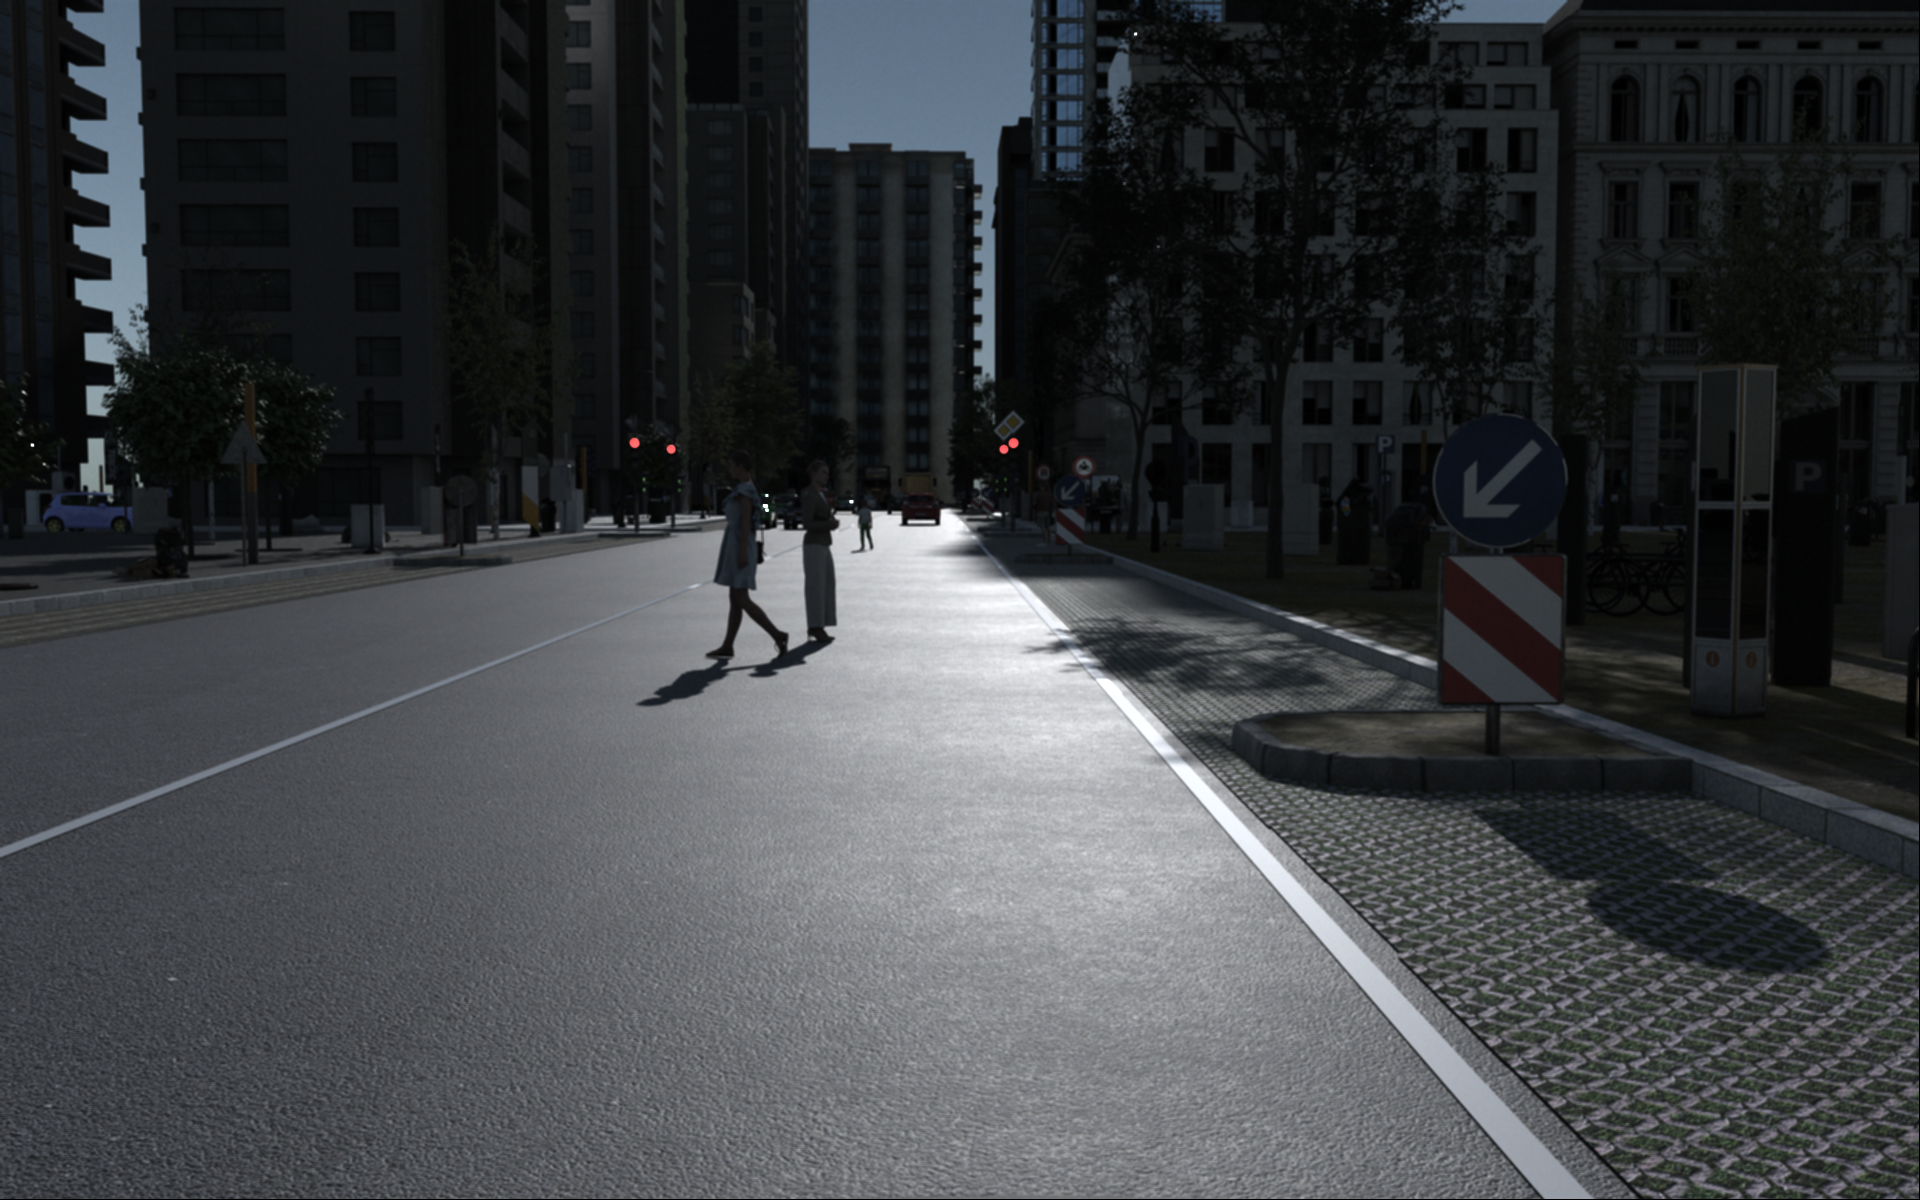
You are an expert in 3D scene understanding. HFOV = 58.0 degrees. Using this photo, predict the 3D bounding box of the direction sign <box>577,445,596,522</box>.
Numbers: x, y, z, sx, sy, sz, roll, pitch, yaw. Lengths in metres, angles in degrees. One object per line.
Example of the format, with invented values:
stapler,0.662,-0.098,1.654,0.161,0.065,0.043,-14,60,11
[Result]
direction sign,-17.241,-5.355,79.547,0.379,3.537,0.876,2,4,32

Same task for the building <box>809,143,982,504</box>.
building,-12.297,-37.896,239.200,30.456,49.044,23.786,0,4,-1

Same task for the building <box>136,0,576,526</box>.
building,-25.203,-18.526,74.598,14.160,30.474,14.107,0,4,-1

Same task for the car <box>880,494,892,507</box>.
car,-8.314,-11.573,198.810,1.945,1.707,3.694,0,4,1

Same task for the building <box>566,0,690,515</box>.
building,-25.765,-26.279,113.253,14.154,41.232,14.086,0,4,-1

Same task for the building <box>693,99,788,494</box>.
building,-25.251,-30.144,176.444,14.154,41.232,14.086,0,4,-1

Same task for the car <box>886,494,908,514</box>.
car,-4.278,-6.892,124.475,2.131,1.459,4.920,0,4,-1

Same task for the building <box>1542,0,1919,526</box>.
building,33.840,-15.014,74.357,19.941,23.489,11.050,0,4,-1

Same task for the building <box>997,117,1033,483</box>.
building,11.631,-34.032,206.533,14.600,45.320,14.200,0,4,-1

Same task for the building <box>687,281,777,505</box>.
building,-31.650,-18.988,155.498,27.650,21.520,28.899,0,4,-1

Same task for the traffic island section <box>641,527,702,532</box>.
traffic island section,-10.954,-2.674,66.006,2.009,0.180,2.903,0,4,-1

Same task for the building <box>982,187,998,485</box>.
building,17.381,-35.703,238.366,28.867,44.769,22.147,0,4,-1

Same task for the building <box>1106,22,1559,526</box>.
building,15.175,-13.399,73.824,16.860,20.320,10.420,0,4,-1

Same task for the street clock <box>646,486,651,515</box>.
street clock,-18.770,-6.117,104.582,0.358,2.002,0.471,-1,4,-10

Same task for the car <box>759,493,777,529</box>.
car,-8.601,-3.860,71.910,1.959,1.807,4.718,0,4,-2

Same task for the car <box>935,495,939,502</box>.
car,-3.335,-10.986,191.980,2.083,1.381,4.827,0,4,1

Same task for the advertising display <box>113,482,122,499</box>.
advertising display,-45.281,-5.374,93.080,0.123,1.923,0.974,-1,4,-9

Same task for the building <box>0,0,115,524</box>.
building,-47.291,-25.961,74.568,14.200,45.320,14.600,0,4,-1

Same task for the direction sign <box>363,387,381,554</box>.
direction sign,-12.646,-2.761,37.146,0.379,3.537,0.876,-2,4,-28

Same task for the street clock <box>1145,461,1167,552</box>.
street clock,4.307,-2.054,38.161,0.471,2.002,0.358,0,4,2

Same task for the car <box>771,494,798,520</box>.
car,-8.679,-4.514,85.596,2.131,1.459,4.920,0,4,-1

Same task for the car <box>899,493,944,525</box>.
car,-1.827,-4.440,81.638,2.155,1.783,4.494,0,4,-1

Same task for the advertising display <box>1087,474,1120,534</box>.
advertising display,4.660,-3.083,55.623,0.974,1.923,0.123,-1,4,-9

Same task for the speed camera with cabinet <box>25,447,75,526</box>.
speed camera with cabinet,-36.649,-4.615,69.794,0.660,3.252,2.038,1,4,16

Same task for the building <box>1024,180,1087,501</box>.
building,12.920,-23.867,161.924,14.160,30.474,14.107,0,4,-1

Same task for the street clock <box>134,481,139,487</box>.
street clock,-47.148,-5.785,99.146,0.358,2.002,0.471,-2,4,-30

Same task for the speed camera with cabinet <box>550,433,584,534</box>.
speed camera with cabinet,-12.921,-3.826,56.892,0.660,3.252,2.038,0,4,3

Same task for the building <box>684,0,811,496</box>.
building,-28.459,-46.685,201.550,20.611,71.187,20.563,0,4,-1

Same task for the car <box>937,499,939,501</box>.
car,-2.619,-7.629,136.731,2.014,1.417,4.499,0,4,-1

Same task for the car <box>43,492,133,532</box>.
car,-30.928,-3.228,62.365,3.694,1.707,1.945,0,4,0

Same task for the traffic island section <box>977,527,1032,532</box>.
traffic island section,1.686,-2.685,66.185,2.009,0.180,2.903,0,4,-1

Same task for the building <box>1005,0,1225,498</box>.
building,16.371,-53.218,182.784,22.319,86.520,31.000,0,4,-1

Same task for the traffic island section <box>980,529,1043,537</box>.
traffic island section,1.803,-2.197,58.201,2.009,0.180,2.903,0,4,-1

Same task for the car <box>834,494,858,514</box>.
car,-8.369,-6.922,124.968,2.131,1.459,4.920,0,4,-1

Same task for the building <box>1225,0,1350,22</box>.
building,33.111,-46.793,203.323,20.611,71.187,20.563,0,4,-1

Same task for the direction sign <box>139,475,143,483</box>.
direction sign,-55.989,-7.769,119.018,0.876,3.537,0.379,1,4,15

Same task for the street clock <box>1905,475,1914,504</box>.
street clock,36.686,-3.824,67.095,0.471,2.002,0.358,-1,4,-22

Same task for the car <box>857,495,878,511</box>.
car,-8.259,-8.537,151.944,2.083,1.381,4.827,0,4,-1

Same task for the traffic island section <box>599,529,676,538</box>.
traffic island section,-10.837,-2.186,58.021,2.009,0.180,2.903,0,4,-1

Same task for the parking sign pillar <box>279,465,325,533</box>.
parking sign pillar,-21.948,-4.231,57.656,1.447,3.967,1.447,1,4,15

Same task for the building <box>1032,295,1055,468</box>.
building,13.870,-16.234,132.882,16.820,18.784,16.811,0,4,-1

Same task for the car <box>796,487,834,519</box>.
car,-8.318,-5.536,99.190,2.281,1.827,5.304,0,4,-1

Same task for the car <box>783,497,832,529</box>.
car,-6.263,-3.605,71.524,1.945,1.354,3.894,0,4,1

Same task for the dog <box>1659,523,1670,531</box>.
dog,25.006,-2.533,61.601,0.550,0.427,0.748,1,4,14

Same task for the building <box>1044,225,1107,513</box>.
building,11.168,-14.960,109.231,10.561,19.102,19.286,0,4,-1
